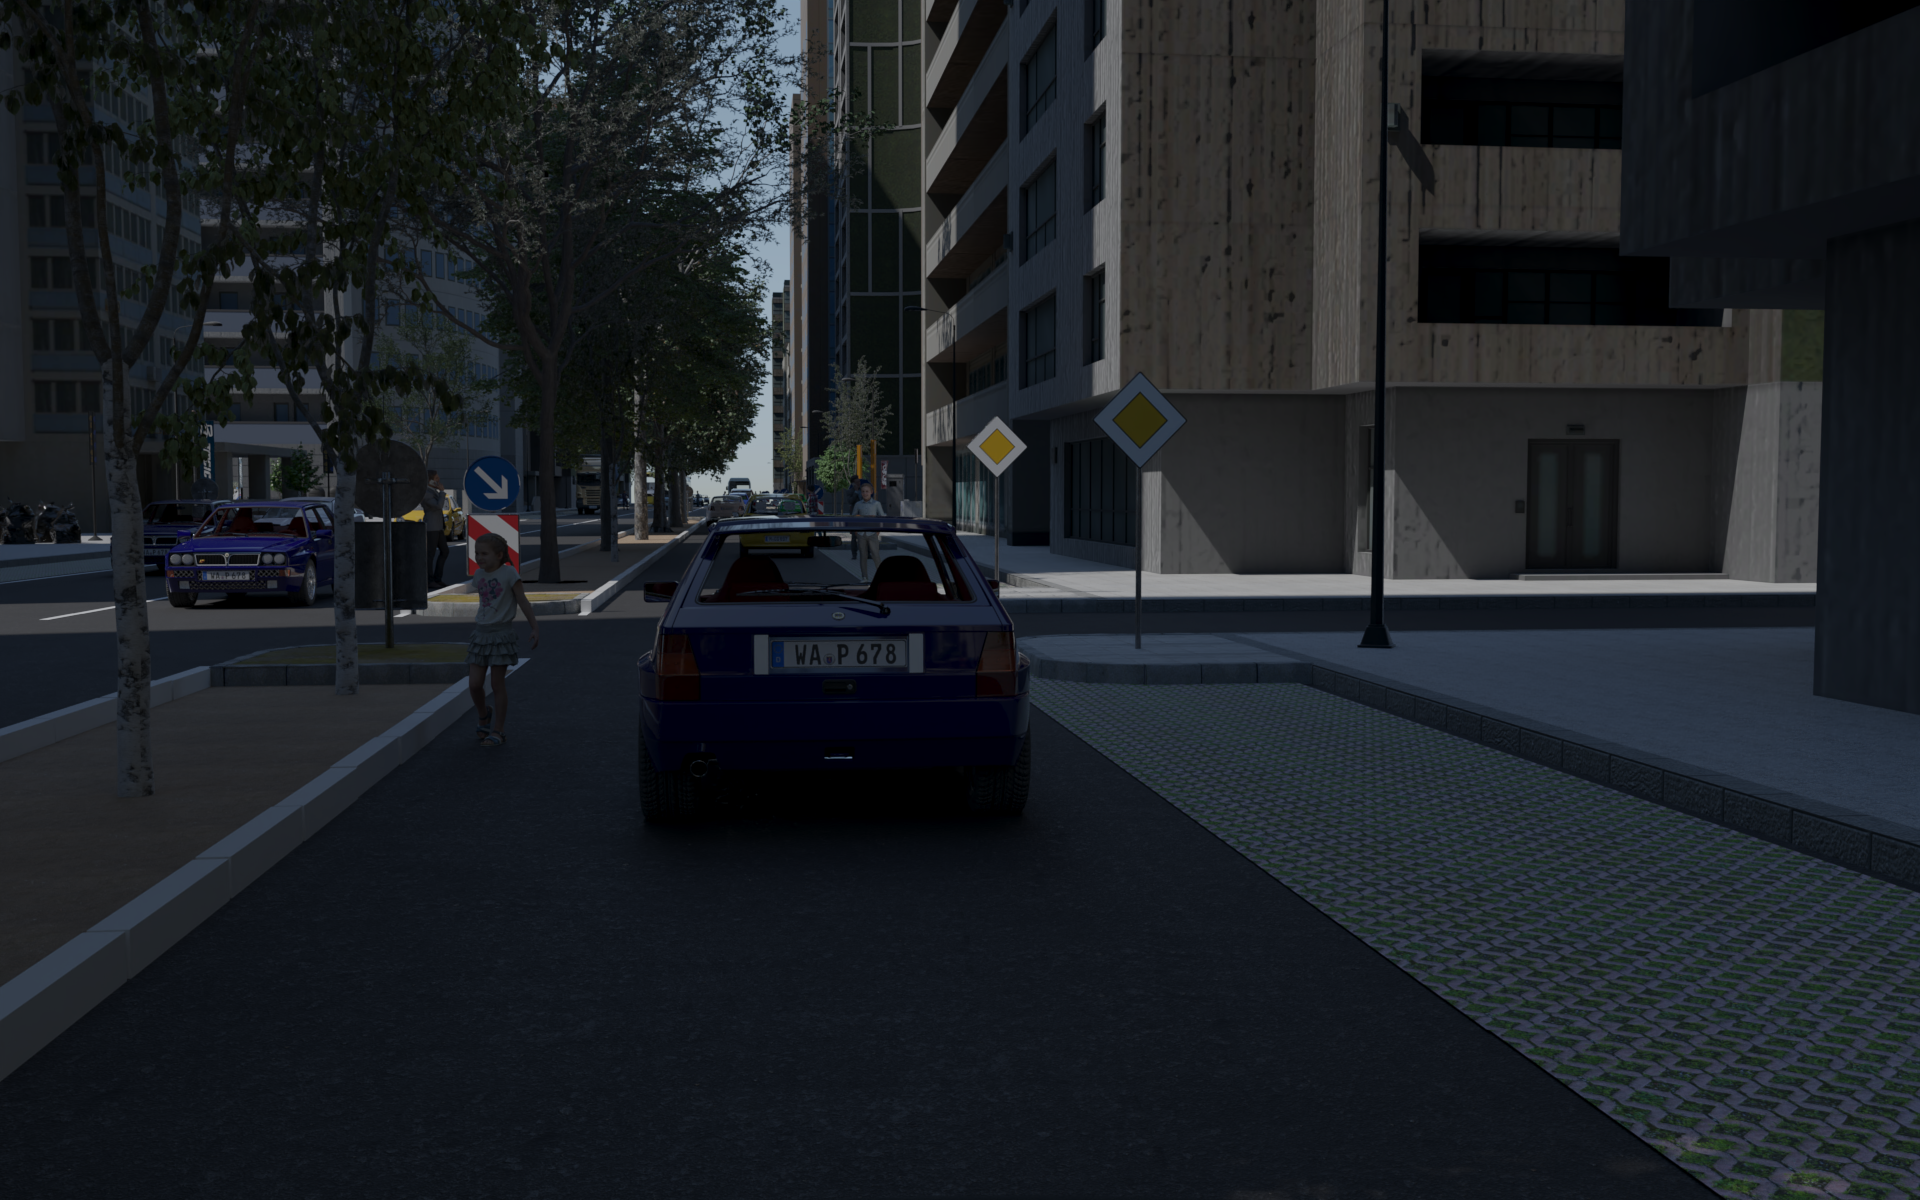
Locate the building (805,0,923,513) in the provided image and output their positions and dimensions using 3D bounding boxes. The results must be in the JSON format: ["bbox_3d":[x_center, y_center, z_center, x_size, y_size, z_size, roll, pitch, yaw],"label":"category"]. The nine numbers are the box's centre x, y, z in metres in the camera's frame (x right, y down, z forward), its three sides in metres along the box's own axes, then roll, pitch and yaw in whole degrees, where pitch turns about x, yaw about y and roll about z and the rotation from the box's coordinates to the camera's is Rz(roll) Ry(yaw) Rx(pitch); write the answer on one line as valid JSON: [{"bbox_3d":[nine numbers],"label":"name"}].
[{"bbox_3d":[-0.130,-41.637,119.011,20.563,71.187,20.611,0,4,-7],"label":"building"}]

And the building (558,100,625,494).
[{"bbox_3d":[-53.426,-36.163,214.968,21.300,48.544,21.600,0,4,-7],"label":"building"}]

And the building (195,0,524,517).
[{"bbox_3d":[-39.681,-34.510,106.241,21.231,58.520,28.212,0,4,-7],"label":"building"}]

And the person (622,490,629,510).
[{"bbox_3d":[-29.736,-8.884,154.197,0.568,1.767,0.683,3,5,40],"label":"person"}]

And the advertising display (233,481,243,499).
[{"bbox_3d":[-36.537,-5.036,87.559,0.974,1.923,0.123,3,5,40],"label":"advertising display"}]

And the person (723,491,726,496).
[{"bbox_3d":[-21.936,-9.308,161.618,0.436,1.711,0.756,0,4,7],"label":"person"}]

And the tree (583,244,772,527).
[{"bbox_3d":[-12.239,-10.088,74.050,9.857,13.997,8.962,0,3,0],"label":"tree"}]

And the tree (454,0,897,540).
[{"bbox_3d":[-8.565,-11.871,52.438,12.611,20.169,13.585,0,3,0],"label":"tree"}]

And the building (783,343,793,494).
[{"bbox_3d":[-7.630,-22.565,213.983,27.650,21.520,28.899,0,4,-7],"label":"building"}]

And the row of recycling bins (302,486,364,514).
[{"bbox_3d":[-31.957,-4.915,87.479,3.534,1.692,1.069,-1,4,-14],"label":"row of recycling bins"}]

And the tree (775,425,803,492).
[{"bbox_3d":[-17.089,-14.039,179.900,4.737,8.622,4.395,0,3,0],"label":"tree"}]

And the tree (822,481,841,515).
[{"bbox_3d":[-8.068,-6.970,108.555,1.663,3.219,1.824,0,3,0],"label":"tree"}]

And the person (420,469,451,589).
[{"bbox_3d":[-7.971,-1.079,26.331,0.473,1.802,0.592,0,4,6],"label":"person"}]

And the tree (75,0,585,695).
[{"bbox_3d":[-4.435,-3.638,12.308,4.737,8.622,4.395,0,3,0],"label":"tree"}]

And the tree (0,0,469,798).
[{"bbox_3d":[-3.854,-3.357,7.704,4.360,8.622,3.978,0,3,0],"label":"tree"}]

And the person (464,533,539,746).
[{"bbox_3d":[-2.615,0.217,9.962,0.505,1.210,0.382,1,4,18],"label":"person"}]

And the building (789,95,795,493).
[{"bbox_3d":[-11.615,-33.086,191.072,14.600,45.320,14.200,0,4,-7],"label":"building"}]

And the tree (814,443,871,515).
[{"bbox_3d":[-7.025,-7.345,103.811,4.285,4.588,4.351,0,3,0],"label":"tree"}]

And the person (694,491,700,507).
[{"bbox_3d":[-28.861,-11.119,190.380,0.705,1.814,1.350,-2,4,-34],"label":"person"}]

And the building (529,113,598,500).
[{"bbox_3d":[-50.883,-32.746,190.017,22.147,44.769,28.867,0,4,-7],"label":"building"}]

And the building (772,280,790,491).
[{"bbox_3d":[-19.872,-29.131,247.991,14.160,30.474,14.107,0,4,-7],"label":"building"}]

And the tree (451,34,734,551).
[{"bbox_3d":[-8.617,-7.454,42.453,7.486,12.596,7.792,0,3,0],"label":"tree"}]

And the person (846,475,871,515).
[{"bbox_3d":[-2.145,-1.799,37.720,0.655,1.846,0.447,-2,4,-24],"label":"person"}]

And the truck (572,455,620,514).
[{"bbox_3d":[-26.147,-8.329,125.085,2.839,4.237,11.283,0,4,-8],"label":"truck"}]

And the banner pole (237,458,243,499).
[{"bbox_3d":[-35.289,-5.803,84.894,0.401,3.779,0.863,-3,4,-38],"label":"banner pole"}]

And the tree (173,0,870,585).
[{"bbox_3d":[-6.620,-7.011,27.453,12.009,13.543,11.850,0,3,0],"label":"tree"}]

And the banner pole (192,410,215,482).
[{"bbox_3d":[-22.662,-3.780,51.815,0.863,3.779,0.401,0,4,6],"label":"banner pole"}]

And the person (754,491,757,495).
[{"bbox_3d":[-26.670,-13.305,226.054,1.348,1.823,0.705,0,4,-3],"label":"person"}]

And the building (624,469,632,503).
[{"bbox_3d":[-52.379,-28.355,235.300,14.160,30.474,14.107,0,4,-7],"label":"building"}]

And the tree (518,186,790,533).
[{"bbox_3d":[-11.086,-8.819,63.661,9.611,12.733,9.660,0,3,0],"label":"tree"}]

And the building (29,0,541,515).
[{"bbox_3d":[-48.439,-26.916,131.955,32.217,40.220,23.993,0,4,-7],"label":"building"}]

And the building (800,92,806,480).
[{"bbox_3d":[-3.312,-30.859,159.169,22.147,44.769,28.867,0,4,-7],"label":"building"}]

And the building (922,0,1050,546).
[{"bbox_3d":[10.530,-26.242,52.767,21.300,48.544,21.600,0,4,-7],"label":"building"}]

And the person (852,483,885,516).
[{"bbox_3d":[-1.447,-1.028,27.125,0.589,1.601,0.330,1,4,18],"label":"person"}]

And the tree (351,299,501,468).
[{"bbox_3d":[-26.137,-9.136,83.788,8.767,10.594,7.601,1,4,8],"label":"tree"}]

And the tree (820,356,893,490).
[{"bbox_3d":[-5.697,-8.705,92.687,4.360,8.622,3.978,0,3,0],"label":"tree"}]

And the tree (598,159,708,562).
[{"bbox_3d":[-7.200,-5.079,35.864,4.360,8.622,3.978,0,3,0],"label":"tree"}]

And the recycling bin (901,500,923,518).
[{"bbox_3d":[-1.698,-2.962,60.990,0.722,1.027,0.722,0,4,-8],"label":"recycling bin"}]

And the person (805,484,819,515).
[{"bbox_3d":[-4.374,-2.608,51.977,0.643,1.720,0.563,-1,4,-16],"label":"person"}]

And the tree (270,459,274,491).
[{"bbox_3d":[-32.165,-5.362,82.263,1.663,3.219,1.824,0,3,0],"label":"tree"}]

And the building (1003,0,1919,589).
[{"bbox_3d":[8.723,-15.836,30.613,14.107,30.474,14.160,0,4,-7],"label":"building"}]

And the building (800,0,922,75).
[{"bbox_3d":[-5.377,-29.793,137.226,14.600,45.320,14.200,0,4,-7],"label":"building"}]

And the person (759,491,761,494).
[{"bbox_3d":[-19.327,-9.730,168.108,1.217,1.766,0.721,1,4,22],"label":"person"}]

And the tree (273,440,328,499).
[{"bbox_3d":[-23.548,-4.138,62.260,1.663,3.219,1.824,0,3,0],"label":"tree"}]

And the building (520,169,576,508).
[{"bbox_3d":[-41.844,-23.308,152.789,14.160,30.474,14.107,0,4,-7],"label":"building"}]
